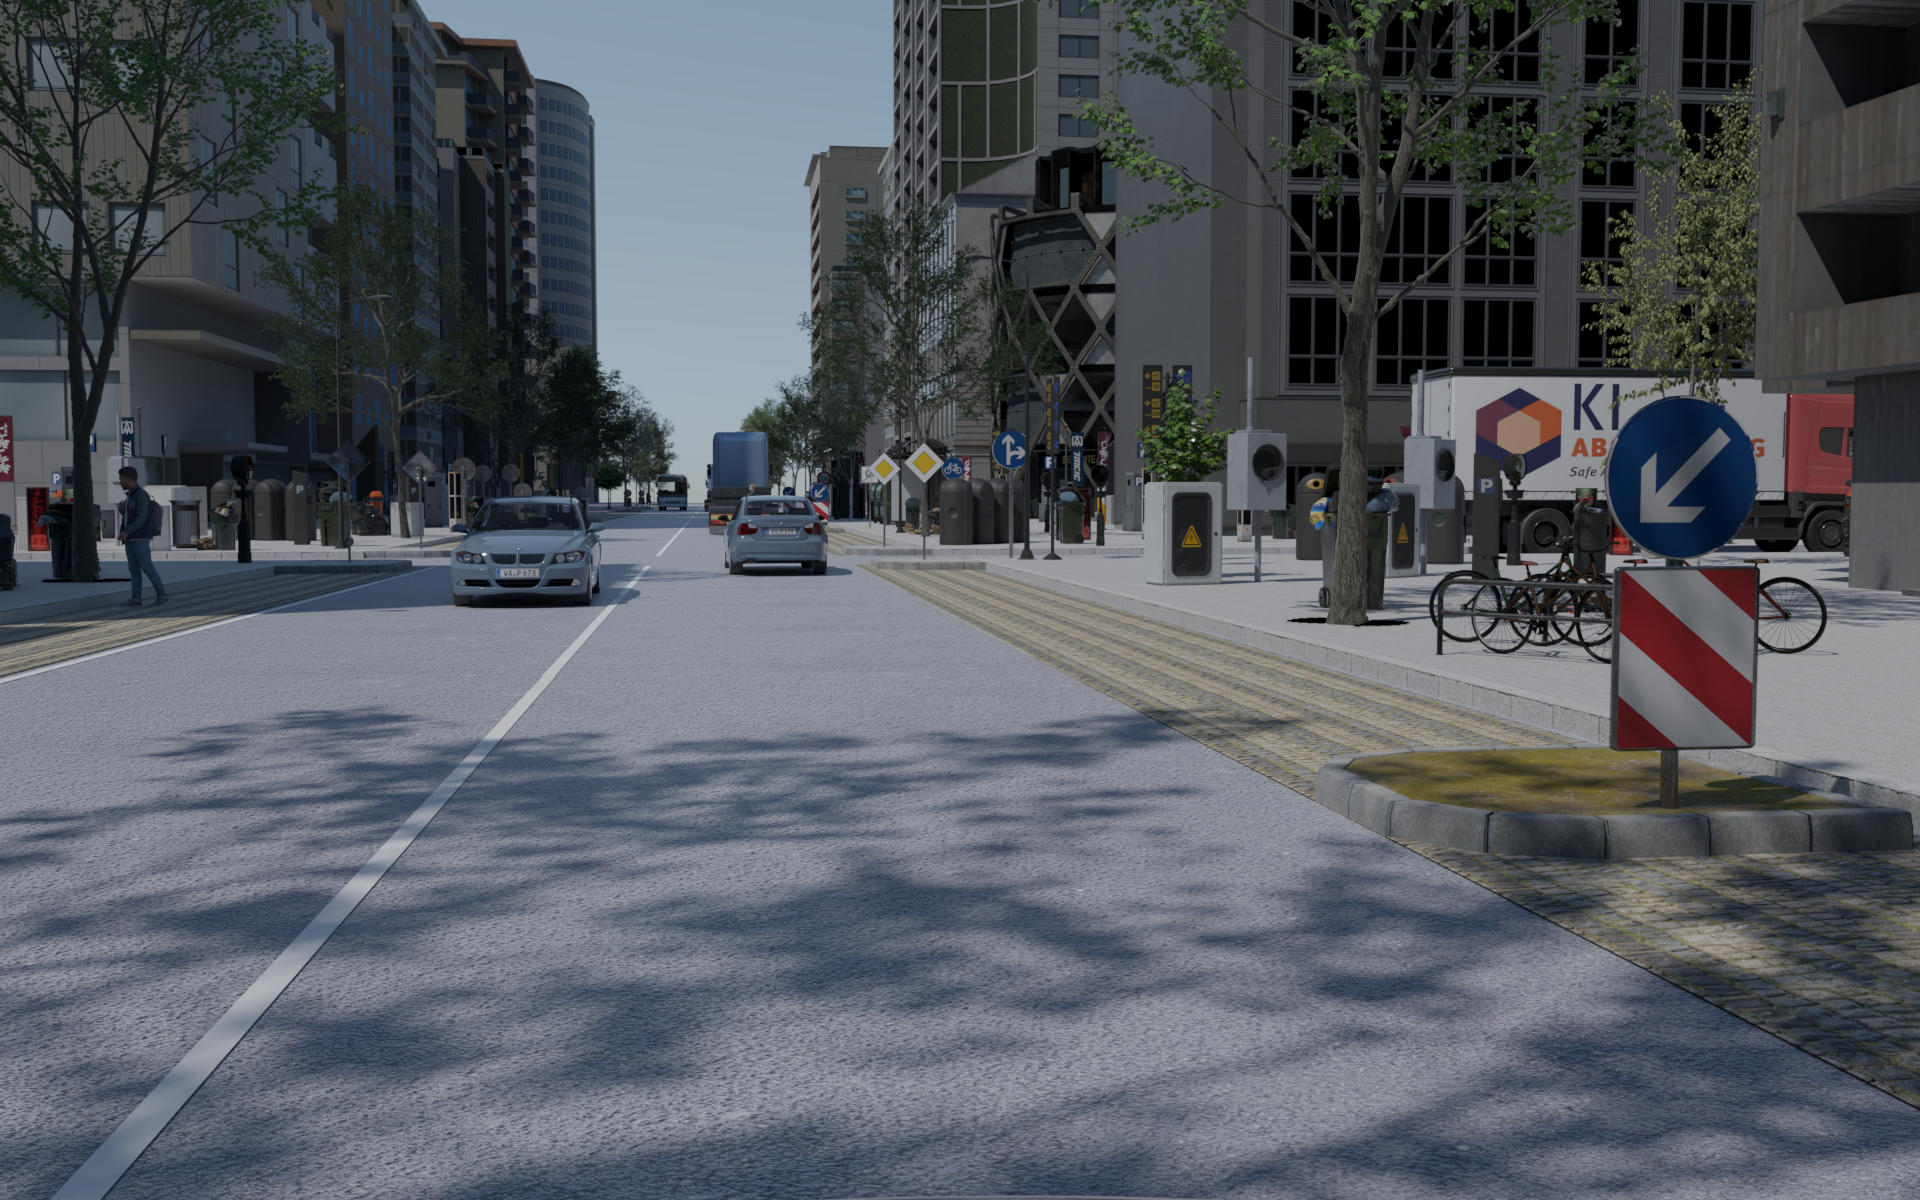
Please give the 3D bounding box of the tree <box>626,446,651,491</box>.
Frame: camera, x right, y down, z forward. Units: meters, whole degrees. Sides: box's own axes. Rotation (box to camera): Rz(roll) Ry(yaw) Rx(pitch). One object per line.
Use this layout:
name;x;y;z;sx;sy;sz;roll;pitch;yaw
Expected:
tree;-41.485;-16.613;221.983;4.360;8.622;3.978;0;3;0

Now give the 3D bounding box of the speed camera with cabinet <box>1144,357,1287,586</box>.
speed camera with cabinet;3.657;-1.859;24.723;2.038;3.252;0.660;-2;4;-23

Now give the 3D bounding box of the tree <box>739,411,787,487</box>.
tree;-29.738;-21.462;257.551;9.857;13.997;8.962;0;3;0

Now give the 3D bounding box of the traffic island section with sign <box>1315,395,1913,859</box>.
traffic island section with sign;2.695;0.055;7.728;1.989;1.847;2.006;0;4;-8

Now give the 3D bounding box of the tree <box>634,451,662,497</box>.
tree;-42.892;-17.448;235.641;4.737;8.622;4.395;0;3;0

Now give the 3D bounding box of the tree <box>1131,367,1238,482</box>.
tree;3.354;-1.957;26.601;1.663;3.219;1.824;0;3;0

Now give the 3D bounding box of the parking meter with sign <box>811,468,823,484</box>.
parking meter with sign;-9.451;-7.158;113.286;0.543;3.016;1.738;1;4;10

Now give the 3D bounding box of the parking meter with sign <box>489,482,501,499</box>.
parking meter with sign;-30.299;-7.134;112.901;0.543;3.016;1.738;2;4;27

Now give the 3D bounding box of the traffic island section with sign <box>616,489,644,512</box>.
traffic island section with sign;-26.581;-7.970;138.929;1.989;1.847;2.006;0;4;-8

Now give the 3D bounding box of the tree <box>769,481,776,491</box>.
tree;-30.556;-17.329;267.034;4.285;4.588;4.351;0;3;0

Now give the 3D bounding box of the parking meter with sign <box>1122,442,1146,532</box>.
parking meter with sign;5.995;-3.842;59.081;0.543;3.016;1.738;-1;4;-16

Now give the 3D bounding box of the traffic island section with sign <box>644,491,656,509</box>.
traffic island section with sign;-30.435;-9.625;165.988;1.989;1.847;2.006;0;4;-8

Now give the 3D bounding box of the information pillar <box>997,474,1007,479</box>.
information pillar;1.568;-3.677;64.617;0.304;2.012;0.304;-1;4;-13

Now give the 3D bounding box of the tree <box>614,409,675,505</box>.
tree;-38.422;-17.300;208.614;9.928;11.665;9.643;0;3;0

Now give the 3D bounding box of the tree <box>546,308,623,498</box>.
tree;-20.890;-8.932;80.453;8.767;10.594;7.601;-1;4;-20

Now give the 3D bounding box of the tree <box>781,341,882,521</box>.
tree;-5.298;-7.989;80.987;4.360;8.622;3.978;0;3;0

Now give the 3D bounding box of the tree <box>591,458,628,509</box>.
tree;-30.663;-10.255;151.378;4.285;4.588;4.351;0;3;0

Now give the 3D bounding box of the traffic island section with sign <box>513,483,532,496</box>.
traffic island section with sign;-15.677;-3.278;62.216;1.989;1.847;2.006;0;4;-8

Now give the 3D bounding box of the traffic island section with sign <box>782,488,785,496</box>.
traffic island section with sign;-9.123;-5.036;90.962;1.989;1.847;2.006;0;4;-8

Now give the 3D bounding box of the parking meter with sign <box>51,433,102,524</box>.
parking meter with sign;-25.218;-3.215;48.827;0.543;3.016;1.738;1;4;20

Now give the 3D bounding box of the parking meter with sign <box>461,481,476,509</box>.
parking meter with sign;-28.131;-6.224;98.029;1.738;3.016;0.543;1;4;15

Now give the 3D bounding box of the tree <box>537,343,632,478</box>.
tree;-28.395;-12.963;130.066;7.486;12.596;7.792;0;3;0

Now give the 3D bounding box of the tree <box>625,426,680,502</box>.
tree;-48.591;-21.610;270.330;9.611;12.733;9.660;0;3;0

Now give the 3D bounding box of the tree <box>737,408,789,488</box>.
tree;-26.679;-19.008;228.902;7.486;12.596;7.792;0;3;0

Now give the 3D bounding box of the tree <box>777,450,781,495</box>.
tree;-8.155;-9.493;105.566;4.360;8.622;3.978;0;3;0

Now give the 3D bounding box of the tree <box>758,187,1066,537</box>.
tree;-0.978;-7.195;52.055;8.767;10.594;7.601;0;4;5

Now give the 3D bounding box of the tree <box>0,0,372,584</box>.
tree;-12.628;-6.072;25.026;9.928;11.665;9.643;0;3;0

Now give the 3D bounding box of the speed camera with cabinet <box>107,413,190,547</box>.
speed camera with cabinet;-19.856;-2.939;42.387;2.038;3.252;0.660;1;4;19

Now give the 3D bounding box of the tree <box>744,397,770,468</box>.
tree;-19.062;-15.646;181.561;9.928;11.665;9.643;0;3;0

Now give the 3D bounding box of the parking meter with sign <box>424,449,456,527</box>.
parking meter with sign;-20.294;-4.310;66.725;1.738;3.016;0.543;-1;4;-15

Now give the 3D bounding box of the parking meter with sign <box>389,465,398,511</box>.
parking meter with sign;-30.914;-6.023;94.729;0.543;3.016;1.738;-2;4;-28

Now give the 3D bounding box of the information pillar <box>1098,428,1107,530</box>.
information pillar;5.074;-4.316;61.919;0.183;3.616;0.504;-2;4;-25

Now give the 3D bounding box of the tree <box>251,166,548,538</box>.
tree;-16.476;-7.074;50.066;7.601;10.594;8.767;0;4;-7

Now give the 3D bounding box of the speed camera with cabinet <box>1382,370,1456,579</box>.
speed camera with cabinet;6.982;-1.999;27.027;2.038;3.252;0.660;-3;5;-45

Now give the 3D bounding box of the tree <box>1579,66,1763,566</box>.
tree;13.132;-4.917;30.760;4.737;8.622;4.395;0;3;0

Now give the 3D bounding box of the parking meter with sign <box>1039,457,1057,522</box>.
parking meter with sign;4.003;-5.107;79.768;0.543;3.016;1.738;1;4;15

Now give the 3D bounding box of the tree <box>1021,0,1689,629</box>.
tree;3.935;-5.558;16.630;9.928;11.665;9.643;0;3;0

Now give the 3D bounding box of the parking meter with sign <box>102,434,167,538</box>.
parking meter with sign;-24.032;-3.310;50.381;1.738;3.016;0.543;-1;4;-19

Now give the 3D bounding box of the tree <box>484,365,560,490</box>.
tree;-23.512;-8.815;94.482;4.360;8.622;3.978;0;3;0

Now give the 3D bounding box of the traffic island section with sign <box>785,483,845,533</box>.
traffic island section with sign;-5.346;-3.403;64.271;1.989;1.847;2.006;0;4;-8

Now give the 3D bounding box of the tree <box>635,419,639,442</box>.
tree;-26.067;-11.412;121.006;8.767;10.594;7.601;1;4;17

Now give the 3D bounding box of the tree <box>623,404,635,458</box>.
tree;-24.597;-10.604;107.788;7.601;10.594;8.767;-1;4;-14

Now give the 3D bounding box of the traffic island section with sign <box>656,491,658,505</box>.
traffic island section with sign;-37.973;-12.870;219.056;1.989;1.847;2.006;0;4;-8

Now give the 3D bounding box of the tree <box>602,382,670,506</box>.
tree;-36.475;-17.043;189.016;12.009;13.543;11.850;0;3;0

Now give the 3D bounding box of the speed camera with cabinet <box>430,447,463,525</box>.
speed camera with cabinet;-21.488;-4.766;72.258;2.038;3.252;0.660;3;5;42

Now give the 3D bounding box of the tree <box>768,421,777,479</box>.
tree;-18.326;-13.670;173.874;4.360;8.622;3.978;0;3;0

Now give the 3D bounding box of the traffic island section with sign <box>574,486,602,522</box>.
traffic island section with sign;-19.515;-4.932;89.263;1.989;1.847;2.006;0;4;-8

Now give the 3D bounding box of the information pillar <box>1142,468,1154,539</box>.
information pillar;5.323;-2.726;49.056;0.304;2.012;0.304;1;4;16
